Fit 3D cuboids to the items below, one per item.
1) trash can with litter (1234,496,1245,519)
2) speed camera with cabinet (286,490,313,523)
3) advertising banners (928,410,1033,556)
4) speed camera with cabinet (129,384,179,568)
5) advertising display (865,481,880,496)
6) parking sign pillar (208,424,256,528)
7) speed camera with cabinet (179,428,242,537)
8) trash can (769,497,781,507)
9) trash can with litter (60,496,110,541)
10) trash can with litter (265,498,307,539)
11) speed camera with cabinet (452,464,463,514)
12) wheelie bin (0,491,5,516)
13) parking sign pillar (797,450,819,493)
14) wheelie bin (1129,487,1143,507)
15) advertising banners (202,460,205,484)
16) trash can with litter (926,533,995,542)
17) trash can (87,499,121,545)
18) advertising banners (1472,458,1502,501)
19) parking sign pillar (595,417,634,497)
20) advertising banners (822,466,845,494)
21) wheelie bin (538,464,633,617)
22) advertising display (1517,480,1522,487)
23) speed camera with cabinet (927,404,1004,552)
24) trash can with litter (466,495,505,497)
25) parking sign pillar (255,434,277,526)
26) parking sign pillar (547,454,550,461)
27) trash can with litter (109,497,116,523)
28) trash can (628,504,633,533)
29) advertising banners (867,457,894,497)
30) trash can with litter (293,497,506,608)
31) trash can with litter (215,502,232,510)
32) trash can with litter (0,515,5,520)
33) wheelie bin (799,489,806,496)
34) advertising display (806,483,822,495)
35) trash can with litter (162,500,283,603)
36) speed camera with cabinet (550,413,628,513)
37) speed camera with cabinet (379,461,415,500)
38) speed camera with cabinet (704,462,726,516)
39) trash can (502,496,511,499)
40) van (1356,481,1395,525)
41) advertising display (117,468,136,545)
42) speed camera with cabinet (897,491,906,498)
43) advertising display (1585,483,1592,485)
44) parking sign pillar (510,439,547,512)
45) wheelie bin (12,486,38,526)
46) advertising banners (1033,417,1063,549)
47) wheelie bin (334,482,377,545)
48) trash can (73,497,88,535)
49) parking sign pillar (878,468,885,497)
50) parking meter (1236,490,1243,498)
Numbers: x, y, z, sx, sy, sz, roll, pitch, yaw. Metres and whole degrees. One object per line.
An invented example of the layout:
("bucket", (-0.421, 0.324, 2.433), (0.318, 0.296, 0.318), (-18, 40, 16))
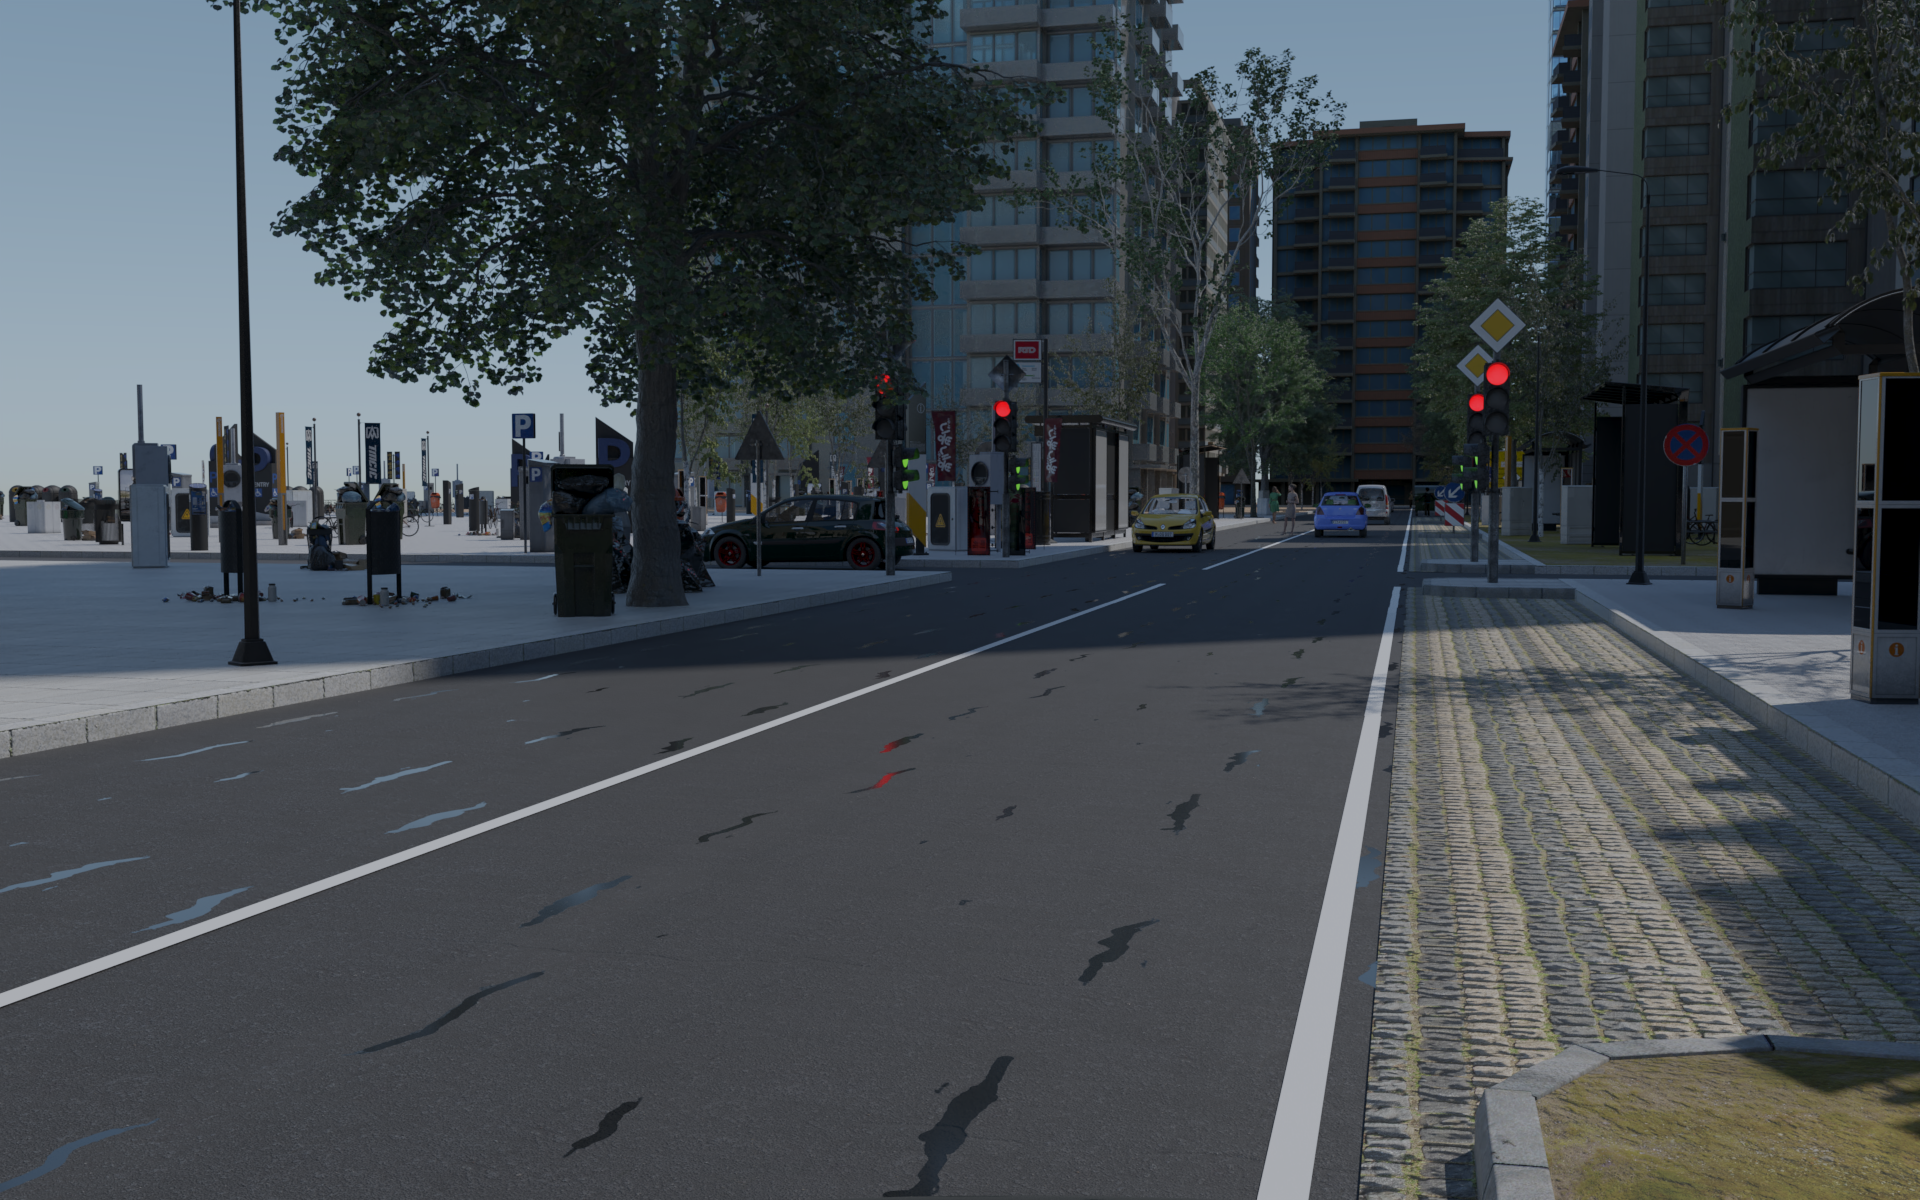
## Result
("trash can with litter", (14.494, -4.829, 90.347), (0.624, 1.170, 1.055), (0, 4, -7))
("speed camera with cabinet", (-29.585, -5.006, 76.181), (0.660, 3.252, 2.038), (3, 4, 38))
("advertising banners", (0.423, -2.442, 36.121), (2.074, 3.025, 0.090), (1, 4, 8))
("speed camera with cabinet", (-14.370, -2.228, 30.766), (0.660, 3.252, 2.038), (-1, 4, -22))
("advertising display", (-4.413, -4.927, 85.771), (0.974, 1.923, 0.123), (-2, 4, -23))
("parking sign pillar", (-27.955, -4.727, 65.764), (1.447, 3.967, 1.447), (1, 4, 11))
("speed camera with cabinet", (-22.526, -3.521, 51.908), (2.038, 3.252, 0.660), (-1, 4, -13))
("trash can", (-8.933, -4.375, 83.184), (0.748, 1.137, 0.748), (0, 3, 0))
("trash can with litter", (-24.190, -2.221, 47.694), (1.055, 1.170, 0.624), (0, 4, 5))
("trash can with litter", (-19.179, -2.319, 49.302), (0.624, 1.170, 1.055), (2, 4, 29))
("speed camera with cabinet", (-32.187, -7.284, 113.429), (2.038, 3.252, 0.660), (-1, 4, -16))
("wheelie bin", (-55.620, -5.636, 100.048), (0.693, 1.594, 0.980), (0, 4, -1))
("parking sign pillar", (-9.229, -7.150, 105.368), (1.447, 3.967, 1.447), (-3, 4, -36))
("wheelie bin", (7.280, -3.998, 73.282), (0.980, 1.594, 0.693), (2, 4, 24))
("advertising banners", (-39.502, -5.740, 90.035), (0.090, 3.025, 2.074), (-2, 4, -35))
("trash can with litter", (0.181, -2.158, 46.345), (2.233, 1.210, 1.678), (-1, 4, -23))
("trash can", (-21.645, -1.979, 44.013), (0.748, 1.137, 0.748), (0, 3, 0))
("advertising banners", (24.285, -5.059, 78.903), (2.074, 3.025, 0.090), (2, 4, 31))
("parking sign pillar", (-12.031, -4.401, 60.429), (1.447, 3.967, 1.447), (-1, 4, -15))
("advertising banners", (-8.166, -6.896, 108.935), (2.074, 3.025, 0.090), (-2, 4, -26))
("wheelie bin", (-3.939, -0.633, 18.254), (0.980, 1.594, 0.693), (-1, 4, -13))
("advertising display", (25.318, -4.428, 77.611), (0.974, 1.923, 0.123), (-2, 4, -24))
("speed camera with cabinet", (0.146, -2.713, 38.695), (0.660, 3.252, 2.038), (-3, 5, -44))
("trash can with litter", (-14.848, -2.629, 54.035), (1.678, 1.210, 2.233), (-2, 4, -29))
("parking sign pillar", (-28.656, -5.045, 70.956), (1.447, 3.967, 1.447), (1, 4, 11))
("parking sign pillar", (-27.883, -7.804, 116.062), (1.447, 3.967, 1.447), (0, 4, 5))
("trash can with litter", (-37.472, -3.979, 76.446), (0.624, 1.170, 1.055), (-2, 4, -35))
("trash can", (-10.613, -2.749, 56.606), (0.748, 1.137, 0.748), (0, 3, 0))
("advertising banners", (-3.793, -5.270, 82.357), (0.090, 3.025, 2.074), (3, 4, 36))
("trash can with litter", (-6.500, -0.584, 20.599), (1.678, 1.210, 2.233), (1, 4, 22))
("trash can with litter", (-22.362, -2.574, 53.478), (1.055, 1.170, 0.624), (-3, 5, -45))
("trash can with litter", (-47.821, -4.540, 85.612), (1.055, 1.170, 0.624), (0, 4, -3))
("wheelie bin", (-9.379, -5.723, 101.486), (0.980, 1.594, 0.693), (-2, 4, -31))
("advertising display", (-8.478, -5.835, 100.618), (0.974, 1.923, 0.123), (-2, 4, -33))
("trash can with litter", (-8.891, -0.615, 21.116), (1.678, 1.210, 2.233), (-3, 5, -41))
("speed camera with cabinet", (-9.067, -2.935, 42.321), (2.038, 3.252, 0.660), (2, 4, 31))
("speed camera with cabinet", (-33.512, -6.649, 103.053), (2.038, 3.252, 0.660), (-1, 4, -21))
("speed camera with cabinet", (-14.613, -6.701, 103.892), (2.038, 3.252, 0.660), (2, 4, 30))
("trash can", (-29.242, -6.138, 112.003), (0.748, 1.137, 0.748), (0, 3, 0))
("van", (19.367, -4.547, 81.348), (2.013, 2.044, 4.112), (1, 4, 15))
("advertising display", (-20.653, -2.349, 43.618), (0.974, 1.923, 0.123), (-3, 4, -36))
("speed camera with cabinet", (-2.508, -5.508, 84.386), (0.660, 3.252, 2.038), (1, 4, 16))
("advertising display", (36.604, -5.797, 99.997), (0.974, 1.923, 0.123), (2, 4, 32))
("parking sign pillar", (-21.119, -5.843, 84.007), (1.447, 3.967, 1.447), (0, 4, 7))
("wheelie bin", (-37.356, -3.755, 69.303), (0.693, 1.594, 0.980), (1, 4, 16))
("advertising banners", (1.546, -2.690, 40.173), (2.074, 3.025, 0.090), (3, 5, 41))
("wheelie bin", (-15.371, -2.191, 43.732), (0.980, 1.594, 0.693), (3, 5, 44))
("trash can", (-27.702, -2.643, 54.873), (0.748, 1.137, 0.748), (0, 3, 0))
("parking sign pillar", (-4.310, -6.759, 98.979), (1.447, 3.967, 1.447), (1, 4, 12))
("parking meter", (15.935, -5.523, 98.704), (0.372, 1.533, 0.369), (0, 3, 0))
